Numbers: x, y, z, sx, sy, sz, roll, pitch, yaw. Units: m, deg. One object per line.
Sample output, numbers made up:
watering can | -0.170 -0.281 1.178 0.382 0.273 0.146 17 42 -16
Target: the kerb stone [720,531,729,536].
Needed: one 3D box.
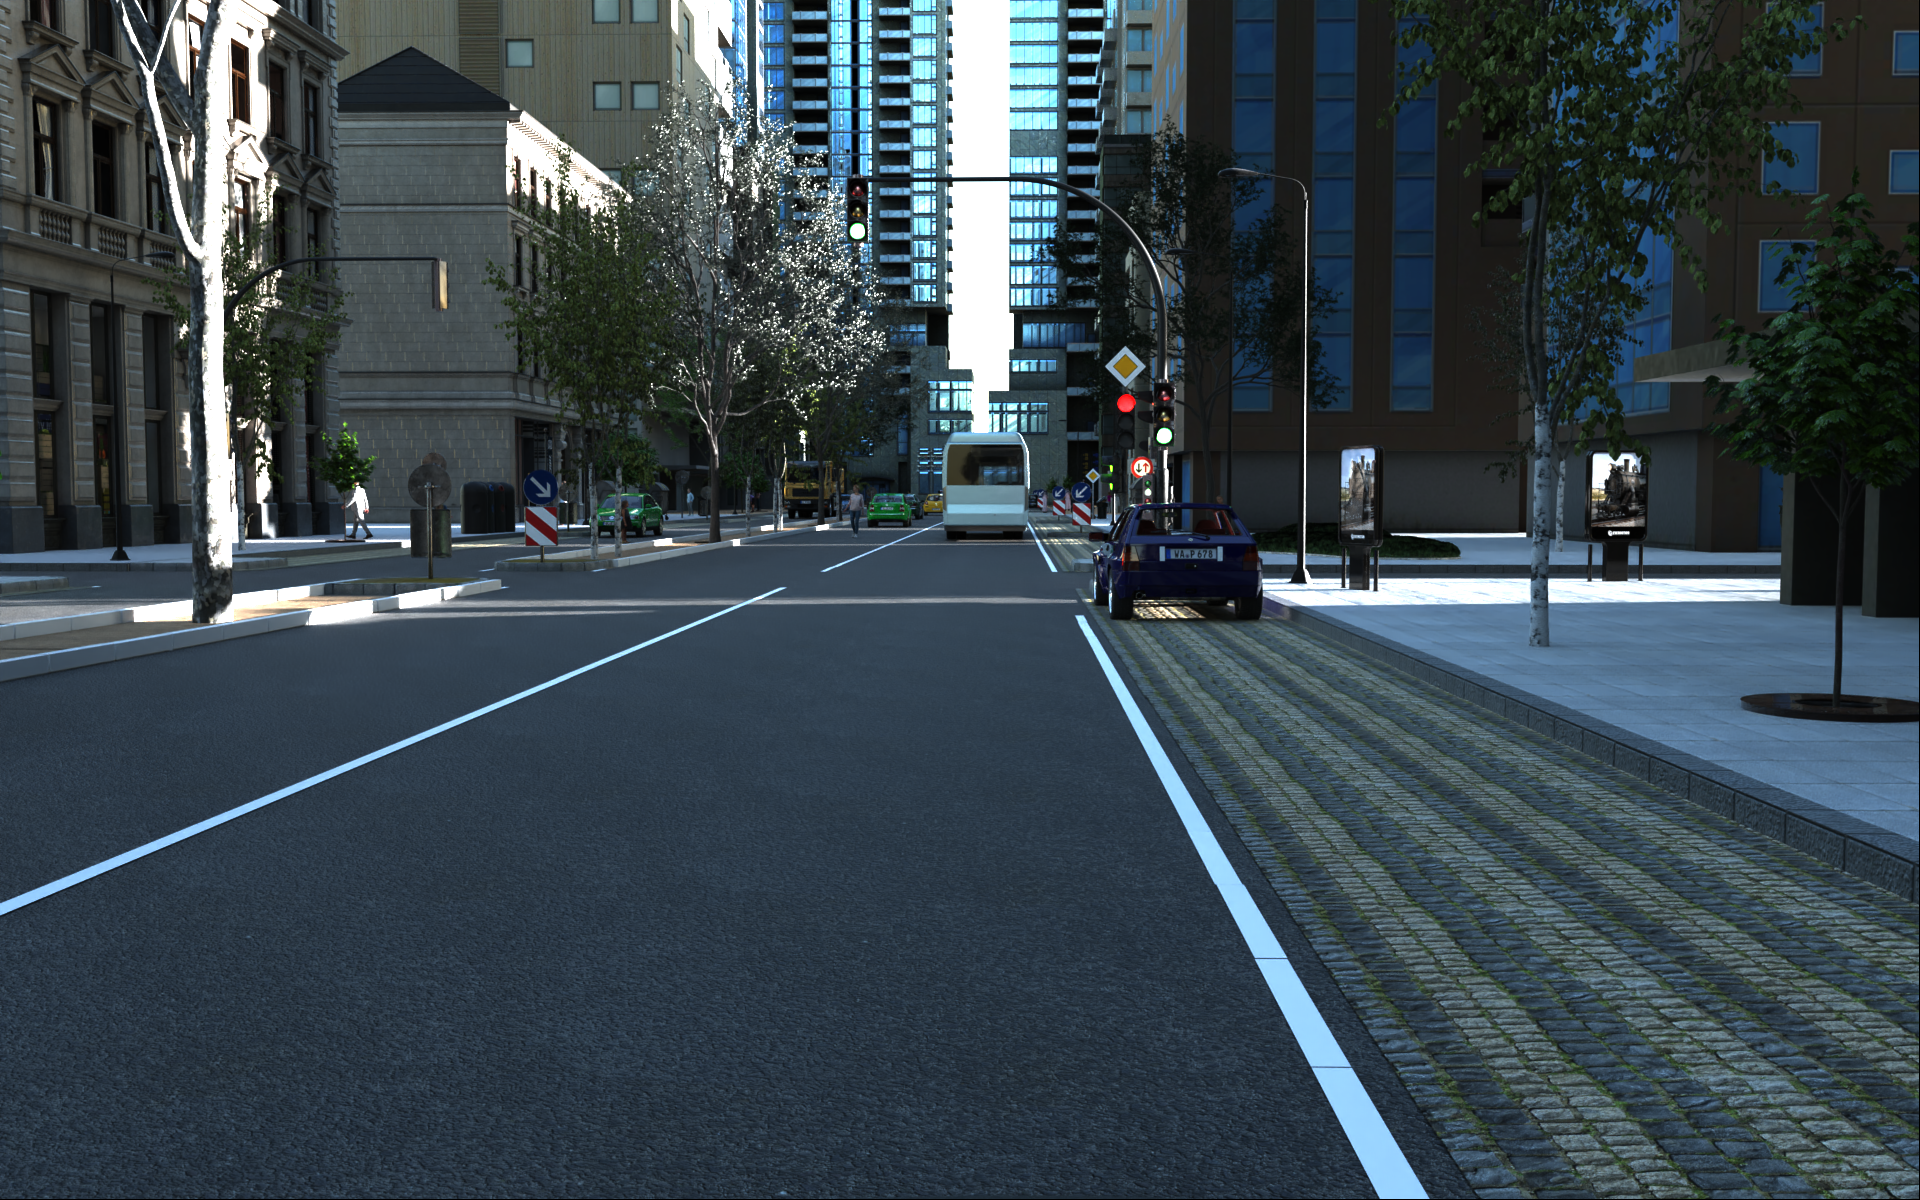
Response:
kerb stone | -8.099 -2.246 59.011 0.120 0.150 1.000 0 4 2

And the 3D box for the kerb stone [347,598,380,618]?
kerb stone | -7.140 0.104 20.498 0.120 0.150 1.000 0 4 2

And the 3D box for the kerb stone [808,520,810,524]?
kerb stone | -7.385 -3.688 82.582 0.120 0.150 1.000 0 4 2

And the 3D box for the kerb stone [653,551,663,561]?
kerb stone | -6.637 -0.932 37.440 0.120 0.150 1.000 0 4 2

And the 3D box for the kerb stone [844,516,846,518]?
kerb stone | -6.864 -4.760 100.027 0.120 0.150 1.000 0 4 2

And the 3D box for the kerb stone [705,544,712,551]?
kerb stone | -6.454 -1.307 43.596 0.120 0.150 1.000 0 4 2

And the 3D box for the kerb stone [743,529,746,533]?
kerb stone | -7.972 -2.496 63.114 0.120 0.150 1.000 0 4 2

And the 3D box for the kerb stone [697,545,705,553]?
kerb stone | -6.480 -1.242 42.568 0.120 0.150 1.000 0 4 2

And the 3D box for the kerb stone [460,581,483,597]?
kerb stone | -7.021 -0.142 24.594 0.120 0.150 1.000 0 4 2

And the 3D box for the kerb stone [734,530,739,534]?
kerb stone | -8.030 -2.377 61.056 0.120 0.150 1.000 0 4 2

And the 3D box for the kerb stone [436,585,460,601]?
kerb stone | -7.057 -0.084 23.570 0.120 0.150 1.000 0 4 2

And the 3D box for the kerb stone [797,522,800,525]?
kerb stone | -7.502 -3.442 78.469 0.120 0.150 1.000 0 4 2

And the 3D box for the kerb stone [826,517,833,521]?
kerb stone | -7.078 -4.321 92.847 0.120 0.150 1.000 0 4 2

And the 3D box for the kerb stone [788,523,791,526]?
kerb stone | -7.596 -3.252 75.399 0.120 0.150 1.000 0 4 2

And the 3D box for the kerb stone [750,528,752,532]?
kerb stone | -7.932 -2.565 64.135 0.120 0.150 1.000 0 4 2

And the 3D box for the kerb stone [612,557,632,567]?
kerb stone | -6.729 -0.743 34.345 0.120 0.150 1.000 0 4 2

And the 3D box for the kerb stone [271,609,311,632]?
kerb stone | -7.210 0.229 18.452 0.120 0.150 1.000 0 4 2

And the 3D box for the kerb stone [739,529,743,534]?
kerb stone | -8.002 -2.440 62.092 0.120 0.150 1.000 0 4 2

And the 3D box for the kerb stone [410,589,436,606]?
kerb stone | -7.083 -0.020 22.542 0.120 0.150 1.000 0 4 2

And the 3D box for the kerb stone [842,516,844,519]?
kerb stone | -6.901 -4.698 99.005 0.120 0.150 1.000 0 4 2

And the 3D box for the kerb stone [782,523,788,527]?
kerb stone | -7.629 -3.192 74.377 0.120 0.150 1.000 0 4 2

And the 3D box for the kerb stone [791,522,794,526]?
kerb stone | -7.576 -3.317 76.425 0.120 0.150 1.000 0 4 2

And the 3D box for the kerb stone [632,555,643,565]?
kerb stone | -6.690 -0.806 35.372 0.120 0.150 1.000 0 4 2

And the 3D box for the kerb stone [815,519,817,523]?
kerb stone | -7.294 -3.882 85.660 0.120 0.150 1.000 0 4 2

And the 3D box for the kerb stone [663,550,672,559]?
kerb stone | -6.601 -0.993 38.462 0.120 0.150 1.000 0 4 2

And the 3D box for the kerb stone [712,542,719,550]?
kerb stone | -6.426 -1.366 44.621 0.120 0.150 1.000 0 4 2

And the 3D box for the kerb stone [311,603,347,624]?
kerb stone | -7.176 0.168 19.477 0.120 0.150 1.000 0 4 2

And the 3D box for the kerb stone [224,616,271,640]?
kerb stone | -7.239 0.292 17.429 0.120 0.150 1.000 0 4 2

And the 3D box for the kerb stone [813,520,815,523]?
kerb stone | -7.325 -3.816 84.636 0.120 0.150 1.000 0 4 2

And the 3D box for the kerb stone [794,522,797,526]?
kerb stone | -7.540 -3.379 77.447 0.120 0.150 1.000 0 4 2

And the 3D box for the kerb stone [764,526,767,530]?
kerb stone | -7.818 -2.816 68.237 0.120 0.150 1.000 0 4 2

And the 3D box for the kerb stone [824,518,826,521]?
kerb stone | -7.174 -4.133 89.771 0.120 0.150 1.000 0 4 2

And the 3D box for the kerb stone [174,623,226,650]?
kerb stone | -7.266 0.354 16.405 0.120 0.150 1.000 0 4 2

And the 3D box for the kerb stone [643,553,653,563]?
kerb stone | -6.663 -0.869 36.406 0.120 0.150 1.000 0 4 2

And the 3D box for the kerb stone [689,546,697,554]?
kerb stone | -6.512 -1.183 41.539 0.120 0.150 1.000 0 4 2

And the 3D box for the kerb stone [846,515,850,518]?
kerb stone | -6.774 -4.945 103.106 0.120 0.150 1.000 0 4 2

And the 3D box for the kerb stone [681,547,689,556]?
kerb stone | -6.548 -1.119 40.514 0.120 0.150 1.000 0 4 2

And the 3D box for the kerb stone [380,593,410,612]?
kerb stone | -7.101 0.048 21.521 0.120 0.150 1.000 0 4 2

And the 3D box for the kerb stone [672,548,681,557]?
kerb stone | -6.572 -1.058 39.492 0.120 0.150 1.000 0 4 2

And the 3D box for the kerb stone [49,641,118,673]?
kerb stone | -7.325 0.479 14.359 0.120 0.150 1.000 0 4 2

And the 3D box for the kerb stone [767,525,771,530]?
kerb stone | -7.781 -2.879 69.259 0.120 0.150 1.000 0 4 2

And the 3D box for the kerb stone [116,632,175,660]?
kerb stone | -7.294 0.419 15.384 0.120 0.150 1.000 0 4 2

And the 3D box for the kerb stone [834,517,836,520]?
kerb stone | -7.012 -4.447 94.896 0.120 0.150 1.000 0 4 2

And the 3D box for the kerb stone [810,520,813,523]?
kerb stone | -7.355 -3.756 83.610 0.120 0.150 1.000 0 4 2

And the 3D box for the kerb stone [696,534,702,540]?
kerb stone | -8.247 -1.937 53.898 0.120 0.150 1.000 0 4 2

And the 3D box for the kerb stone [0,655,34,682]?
kerb stone | -7.353 0.542 13.330 0.120 0.150 1.000 0 4 2

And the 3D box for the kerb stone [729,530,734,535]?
kerb stone | -8.064 -2.314 60.032 0.120 0.150 1.000 0 4 2

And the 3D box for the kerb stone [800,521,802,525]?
kerb stone | -7.478 -3.504 79.491 0.120 0.150 1.000 0 4 2

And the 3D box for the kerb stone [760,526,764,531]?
kerb stone | -7.851 -2.753 67.212 0.120 0.150 1.000 0 4 2

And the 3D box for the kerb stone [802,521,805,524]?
kerb stone | -7.452 -3.562 80.520 0.120 0.150 1.000 0 4 2

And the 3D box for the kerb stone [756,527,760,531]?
kerb stone | -7.876 -2.690 66.185 0.120 0.150 1.000 0 4 2

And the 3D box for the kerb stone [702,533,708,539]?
kerb stone | -8.212 -2.002 54.923 0.120 0.150 1.000 0 4 2

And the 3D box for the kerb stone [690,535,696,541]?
kerb stone | -8.279 -1.877 52.876 0.120 0.150 1.000 0 4 2

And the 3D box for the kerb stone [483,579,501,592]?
kerb stone | -6.993 -0.204 25.615 0.120 0.150 1.000 0 4 2

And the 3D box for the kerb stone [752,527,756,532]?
kerb stone | -7.912 -2.628 65.163 0.120 0.150 1.000 0 4 2

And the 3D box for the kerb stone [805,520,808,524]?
kerb stone | -7.417 -3.630 81.556 0.120 0.150 1.000 0 4 2

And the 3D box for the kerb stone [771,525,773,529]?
kerb stone | -7.754 -2.936 70.281 0.120 0.150 1.000 0 4 2
